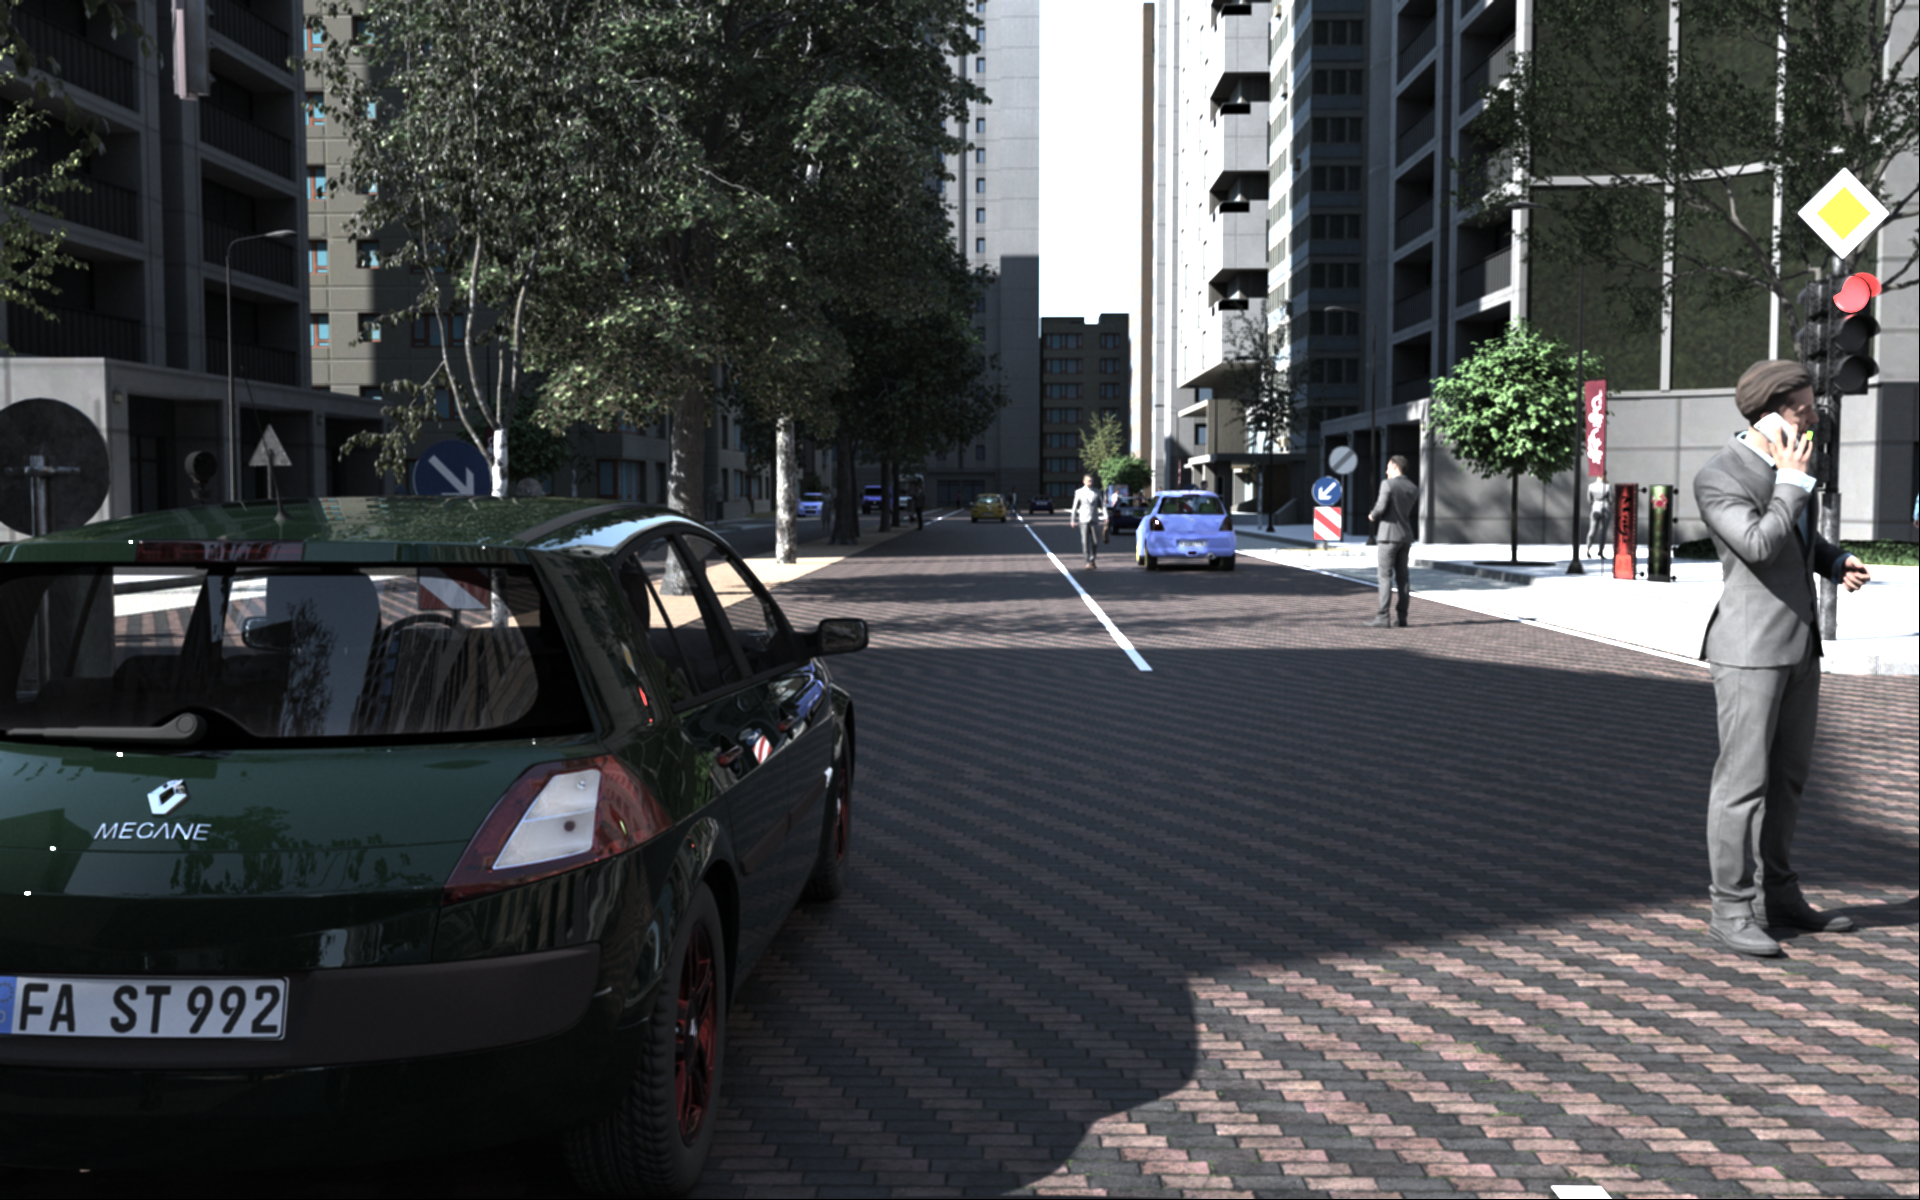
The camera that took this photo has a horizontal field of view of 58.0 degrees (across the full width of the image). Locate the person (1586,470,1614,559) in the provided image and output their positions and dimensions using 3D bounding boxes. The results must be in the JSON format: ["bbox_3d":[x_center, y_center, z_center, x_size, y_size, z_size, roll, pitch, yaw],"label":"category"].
[{"bbox_3d":[12.722,-1.718,34.402,0.520,1.790,0.573,1,4,22],"label":"person"}]

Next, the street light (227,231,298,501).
[{"bbox_3d":[-12.372,-3.557,30.705,1.470,5.913,1.316,0,4,1],"label":"street light"}]

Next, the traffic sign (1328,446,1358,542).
[{"bbox_3d":[10.165,-2.809,46.035,0.768,2.556,0.104,0,4,7],"label":"traffic sign"}]

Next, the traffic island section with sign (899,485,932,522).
[{"bbox_3d":[-2.483,-5.020,90.207,2.006,1.907,1.989,0,4,1],"label":"traffic island section with sign"}]

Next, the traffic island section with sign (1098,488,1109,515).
[{"bbox_3d":[9.959,-6.629,117.010,1.989,1.847,2.006,0,4,1],"label":"traffic island section with sign"}]

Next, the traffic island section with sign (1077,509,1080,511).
[{"bbox_3d":[10.596,-8.277,143.957,1.989,1.847,2.006,0,4,1],"label":"traffic island section with sign"}]

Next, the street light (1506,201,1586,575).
[{"bbox_3d":[9.337,-3.369,27.629,1.470,5.913,1.316,0,4,1],"label":"street light"}]

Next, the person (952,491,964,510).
[{"bbox_3d":[-0.153,-8.861,154.066,1.217,1.739,0.721,2,4,30],"label":"person"}]

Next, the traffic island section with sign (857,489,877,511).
[{"bbox_3d":[-7.923,-8.301,144.355,1.989,1.847,2.006,0,4,1],"label":"traffic island section with sign"}]

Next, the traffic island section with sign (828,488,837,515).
[{"bbox_3d":[-8.551,-6.648,117.318,1.989,1.847,2.006,0,4,1],"label":"traffic island section with sign"}]

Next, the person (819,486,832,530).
[{"bbox_3d":[-5.401,-3.697,69.508,0.480,1.755,0.524,0,4,2],"label":"person"}]

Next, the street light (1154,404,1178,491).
[{"bbox_3d":[10.745,-7.176,89.870,1.470,5.913,1.316,0,4,1],"label":"street light"}]

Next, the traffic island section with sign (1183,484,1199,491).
[{"bbox_3d":[8.820,-3.598,67.454,1.989,1.847,2.006,0,4,1],"label":"traffic island section with sign"}]

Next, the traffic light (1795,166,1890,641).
[{"bbox_3d":[7.570,-1.598,15.042,0.839,4.253,0.868,0,4,1],"label":"traffic light"}]

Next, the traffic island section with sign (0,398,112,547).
[{"bbox_3d":[-4.390,0.028,7.683,2.006,1.907,1.989,0,4,1],"label":"traffic island section with sign"}]

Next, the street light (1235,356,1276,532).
[{"bbox_3d":[9.965,-5.255,58.456,1.470,5.913,1.316,0,4,1],"label":"street light"}]

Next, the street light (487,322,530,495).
[{"bbox_3d":[-11.972,-4.494,46.026,1.470,5.913,1.316,0,4,1],"label":"street light"}]

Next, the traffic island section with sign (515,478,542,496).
[{"bbox_3d":[-10.319,-1.985,41.077,1.989,1.847,2.006,0,4,1],"label":"traffic island section with sign"}]

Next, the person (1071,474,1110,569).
[{"bbox_3d":[2.485,-1.491,33.005,0.709,1.813,0.853,-1,4,-11],"label":"person"}]

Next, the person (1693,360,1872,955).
[{"bbox_3d":[2.634,0.172,5.493,0.655,1.846,0.447,-3,4,-39],"label":"person"}]

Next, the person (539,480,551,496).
[{"bbox_3d":[-14.097,-3.182,58.636,0.524,1.755,0.480,0,4,-6],"label":"person"}]

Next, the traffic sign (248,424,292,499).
[{"bbox_3d":[-12.857,-1.974,32.273,0.884,2.594,0.081,1,4,10],"label":"traffic sign"}]

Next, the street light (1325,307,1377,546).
[{"bbox_3d":[9.748,-4.317,43.132,1.470,5.913,1.316,0,4,1],"label":"street light"}]

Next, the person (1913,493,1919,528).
[{"bbox_3d":[14.232,-1.151,25.201,0.444,1.785,0.601,-2,4,-27],"label":"person"}]

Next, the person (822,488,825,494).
[{"bbox_3d":[-10.858,-8.048,138.352,1.217,1.735,0.721,-1,4,-22],"label":"person"}]

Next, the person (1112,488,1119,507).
[{"bbox_3d":[7.793,-4.757,87.119,0.643,1.720,0.563,-1,4,-14],"label":"person"}]

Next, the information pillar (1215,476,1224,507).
[{"bbox_3d":[10.466,-4.002,69.923,0.304,2.012,0.304,0,4,-3],"label":"information pillar"}]

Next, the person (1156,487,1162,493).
[{"bbox_3d":[11.497,-5.669,99.647,0.530,1.710,0.541,-2,4,-25],"label":"person"}]

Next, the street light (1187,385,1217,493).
[{"bbox_3d":[10.360,-6.192,73.776,1.470,5.913,1.316,0,4,1],"label":"street light"}]

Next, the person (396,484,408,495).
[{"bbox_3d":[-18.730,-3.164,57.954,0.419,1.800,0.721,2,4,30],"label":"person"}]

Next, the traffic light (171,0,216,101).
[{"bbox_3d":[-9.093,-2.494,15.445,4.771,5.953,1.251,0,4,1],"label":"traffic light"}]

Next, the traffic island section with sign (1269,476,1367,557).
[{"bbox_3d":[8.189,-1.909,39.835,1.989,1.847,2.006,0,4,1],"label":"traffic island section with sign"}]

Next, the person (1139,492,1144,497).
[{"bbox_3d":[12.199,-6.589,117.004,0.991,1.433,0.599,-3,5,-39],"label":"person"}]

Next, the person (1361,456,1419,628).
[{"bbox_3d":[4.628,-0.638,18.736,0.655,1.846,0.447,-2,4,-35],"label":"person"}]

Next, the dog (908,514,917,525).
[{"bbox_3d":[-2.142,-3.659,79.109,0.540,0.507,0.406,1,4,15],"label":"dog"}]

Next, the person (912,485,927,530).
[{"bbox_3d":[-1.619,-3.674,68.749,0.473,1.802,0.592,-2,4,-31],"label":"person"}]

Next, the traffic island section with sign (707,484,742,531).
[{"bbox_3d":[-9.681,-3.664,68.530,1.989,1.847,2.006,0,4,1],"label":"traffic island section with sign"}]

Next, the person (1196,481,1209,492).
[{"bbox_3d":[7.425,-2.725,52.923,0.638,1.841,0.748,1,4,13],"label":"person"}]

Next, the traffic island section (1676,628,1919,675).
[{"bbox_3d":[7.610,0.436,15.155,2.009,0.180,2.903,0,4,1],"label":"traffic island section"}]

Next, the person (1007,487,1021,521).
[{"bbox_3d":[2.861,-5.013,90.444,0.794,1.824,0.713,0,3,0],"label":"person"}]

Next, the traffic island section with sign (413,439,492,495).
[{"bbox_3d":[-4.210,-0.425,15.088,2.006,1.907,1.989,0,4,1],"label":"traffic island section with sign"}]

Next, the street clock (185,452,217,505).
[{"bbox_3d":[-12.935,-1.529,29.562,0.358,2.002,0.471,2,4,29],"label":"street clock"}]
